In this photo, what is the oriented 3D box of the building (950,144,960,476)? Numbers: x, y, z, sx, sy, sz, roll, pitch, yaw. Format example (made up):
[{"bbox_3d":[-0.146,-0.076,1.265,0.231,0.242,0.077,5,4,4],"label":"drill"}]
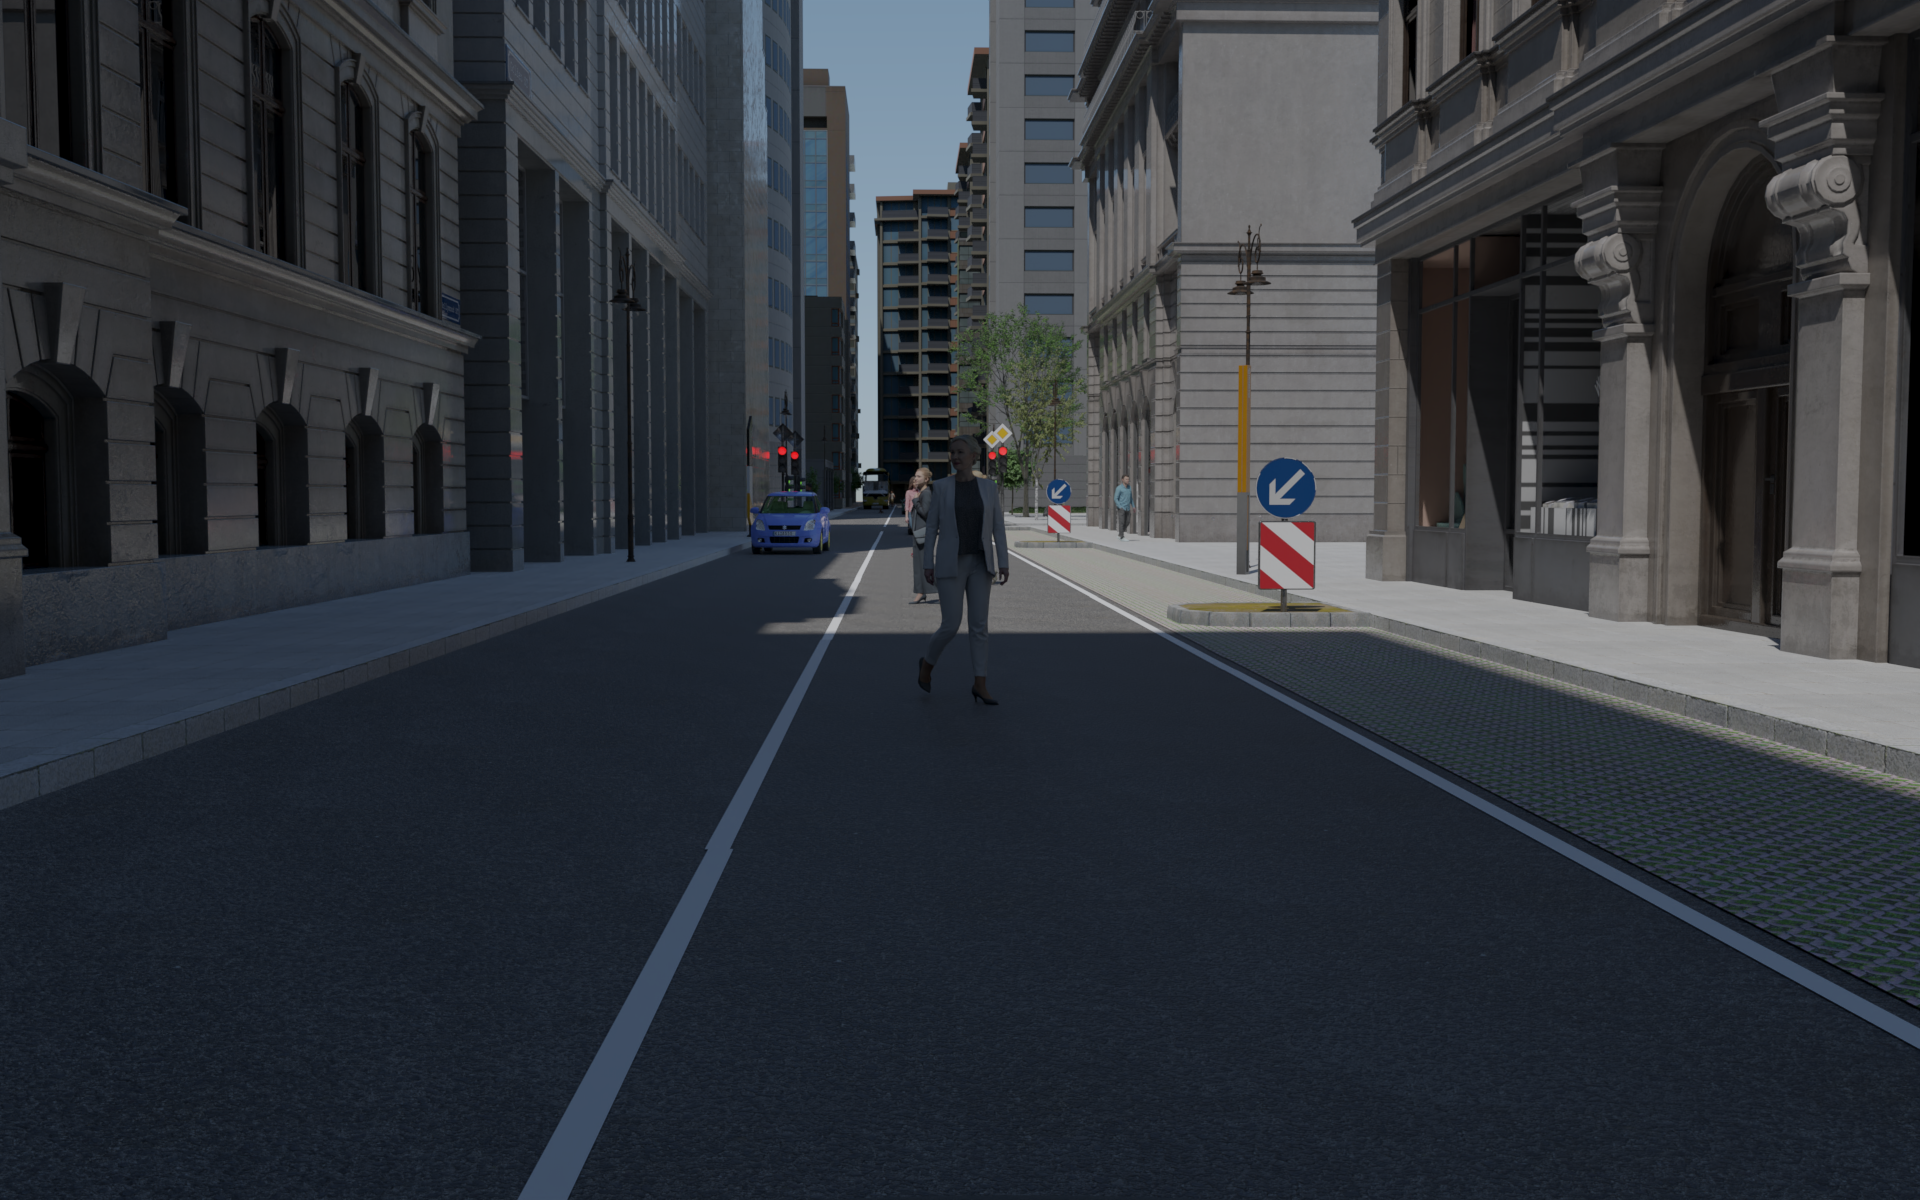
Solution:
[{"bbox_3d":[10.528,-34.157,213.098,22.147,44.769,28.867,0,4,-2],"label":"building"}]

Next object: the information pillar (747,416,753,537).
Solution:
[{"bbox_3d":[-6.270,-3.688,51.657,0.183,3.616,0.504,0,4,3],"label":"information pillar"}]

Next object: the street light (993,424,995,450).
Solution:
[{"bbox_3d":[2.201,-8.576,113.009,0.468,5.910,1.993,0,4,-2],"label":"street light"}]

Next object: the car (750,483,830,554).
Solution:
[{"bbox_3d":[-4.131,-2.012,42.490,1.945,1.707,3.694,0,3,0],"label":"car"}]

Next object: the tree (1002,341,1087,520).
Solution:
[{"bbox_3d":[3.959,-8.194,84.331,4.737,8.622,4.395,0,3,0],"label":"tree"}]

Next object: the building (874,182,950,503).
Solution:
[{"bbox_3d":[0.774,-36.161,245.848,28.867,44.769,22.147,0,4,-2],"label":"building"}]

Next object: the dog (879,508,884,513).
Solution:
[{"bbox_3d":[-5.968,-6.707,129.852,0.550,0.427,0.748,1,4,14],"label":"dog"}]

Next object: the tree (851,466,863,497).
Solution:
[{"bbox_3d":[-12.522,-13.183,199.251,4.285,4.588,4.351,0,3,0],"label":"tree"}]

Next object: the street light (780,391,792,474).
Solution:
[{"bbox_3d":[-7.689,-6.355,76.694,0.468,5.910,1.993,0,4,-2],"label":"street light"}]

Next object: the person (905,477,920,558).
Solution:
[{"bbox_3d":[-1.016,-1.867,39.032,0.555,1.821,0.388,-3,5,-44],"label":"person"}]

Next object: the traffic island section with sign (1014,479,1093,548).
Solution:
[{"bbox_3d":[2.476,-2.314,46.466,1.989,1.847,2.006,0,4,-2],"label":"traffic island section with sign"}]

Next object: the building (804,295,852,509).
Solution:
[{"bbox_3d":[-24.636,-19.613,165.708,27.650,21.520,28.899,0,4,-2],"label":"building"}]

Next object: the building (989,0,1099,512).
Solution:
[{"bbox_3d":[12.721,-36.206,133.973,21.231,58.520,28.212,0,4,-2],"label":"building"}]

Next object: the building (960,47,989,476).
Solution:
[{"bbox_3d":[11.866,-31.519,169.957,22.147,44.769,28.867,0,4,-2],"label":"building"}]

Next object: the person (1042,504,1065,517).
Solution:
[{"bbox_3d":[5.334,-5.616,98.082,1.509,1.804,0.699,-2,4,-30],"label":"person"}]

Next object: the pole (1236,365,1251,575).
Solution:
[{"bbox_3d":[4.510,-2.060,27.519,0.158,3.312,0.155,0,3,0],"label":"pole"}]

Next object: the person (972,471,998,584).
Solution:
[{"bbox_3d":[0.305,-1.126,27.129,0.641,1.798,0.478,0,4,-3],"label":"person"}]

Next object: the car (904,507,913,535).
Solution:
[{"bbox_3d":[-0.958,-3.050,62.234,2.083,1.381,4.827,0,4,-2],"label":"car"}]

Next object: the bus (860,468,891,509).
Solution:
[{"bbox_3d":[-8.023,-10.700,166.497,2.896,3.916,12.252,0,4,-2],"label":"bus"}]

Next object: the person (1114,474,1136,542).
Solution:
[{"bbox_3d":[4.431,-2.507,47.044,0.660,1.820,0.620,-3,5,-44],"label":"person"}]

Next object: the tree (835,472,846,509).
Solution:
[{"bbox_3d":[-10.433,-9.306,146.755,1.663,3.219,1.824,0,3,0],"label":"tree"}]

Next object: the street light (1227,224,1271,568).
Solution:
[{"bbox_3d":[4.967,-3.494,29.910,0.468,5.910,1.993,0,4,-2],"label":"street light"}]

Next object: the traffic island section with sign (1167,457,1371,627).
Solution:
[{"bbox_3d":[3.386,-0.663,19.461,1.989,1.847,2.006,0,4,-2],"label":"traffic island section with sign"}]

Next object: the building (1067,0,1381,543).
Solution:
[{"bbox_3d":[11.261,-13.153,56.846,13.314,21.916,24.055,0,4,-2],"label":"building"}]

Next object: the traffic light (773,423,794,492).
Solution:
[{"bbox_3d":[-6.987,-4.866,68.484,0.839,4.253,0.868,0,4,-2],"label":"traffic light"}]

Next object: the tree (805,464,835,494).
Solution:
[{"bbox_3d":[-9.356,-7.068,110.158,1.663,3.219,1.824,0,3,0],"label":"tree"}]

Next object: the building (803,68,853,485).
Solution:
[{"bbox_3d":[-18.961,-32.819,186.694,14.600,45.320,14.200,0,4,-2],"label":"building"}]

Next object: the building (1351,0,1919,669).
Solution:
[{"bbox_3d":[10.633,-10.616,24.484,10.553,20.767,40.483,0,4,-2],"label":"building"}]

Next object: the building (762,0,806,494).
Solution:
[{"bbox_3d":[-19.569,-33.585,91.120,21.231,58.520,28.212,0,4,-2],"label":"building"}]

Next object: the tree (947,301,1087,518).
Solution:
[{"bbox_3d":[3.468,-10.346,94.920,9.928,11.665,9.643,0,3,0],"label":"tree"}]

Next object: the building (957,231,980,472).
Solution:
[{"bbox_3d":[6.658,-25.703,191.945,14.160,30.474,14.107,0,4,-2],"label":"building"}]

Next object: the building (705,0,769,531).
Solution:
[{"bbox_3d":[-15.896,-12.779,63.685,16.860,20.320,10.420,0,4,-2],"label":"building"}]

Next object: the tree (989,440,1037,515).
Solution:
[{"bbox_3d":[3.136,-7.429,105.182,4.285,4.588,4.351,0,3,0],"label":"tree"}]

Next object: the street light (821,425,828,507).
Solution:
[{"bbox_3d":[-9.001,-8.715,115.278,0.468,5.910,1.993,0,4,-2],"label":"street light"}]

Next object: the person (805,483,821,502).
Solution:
[{"bbox_3d":[-5.344,-3.238,61.425,0.713,1.824,0.794,2,4,29],"label":"person"}]

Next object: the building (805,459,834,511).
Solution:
[{"bbox_3d":[-19.968,-42.248,129.007,20.563,71.187,20.611,0,4,-2],"label":"building"}]

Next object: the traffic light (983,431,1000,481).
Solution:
[{"bbox_3d":[1.399,-5.373,76.772,0.839,4.253,0.868,0,4,-2],"label":"traffic light"}]

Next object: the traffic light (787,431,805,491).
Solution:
[{"bbox_3d":[-7.257,-5.354,76.464,0.839,4.253,0.868,0,4,-2],"label":"traffic light"}]

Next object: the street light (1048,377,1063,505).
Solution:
[{"bbox_3d":[3.756,-5.854,68.497,0.468,5.910,1.993,0,4,-2],"label":"street light"}]

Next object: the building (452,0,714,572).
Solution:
[{"bbox_3d":[-13.246,-16.187,42.158,11.434,29.767,29.804,0,4,-2],"label":"building"}]

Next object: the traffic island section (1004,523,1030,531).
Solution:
[{"bbox_3d":[1.709,-2.852,68.907,2.009,0.180,2.903,0,4,-2],"label":"traffic island section"}]

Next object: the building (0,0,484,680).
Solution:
[{"bbox_3d":[-12.375,-11.662,9.759,14.460,24.649,34.723,0,4,-2],"label":"building"}]

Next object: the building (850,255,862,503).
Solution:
[{"bbox_3d":[-26.531,-34.162,250.431,23.993,40.220,32.217,0,4,-2],"label":"building"}]

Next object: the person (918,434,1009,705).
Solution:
[{"bbox_3d":[0.000,-0.222,12.015,0.514,1.842,0.818,-2,4,-33],"label":"person"}]

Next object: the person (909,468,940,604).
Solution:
[{"bbox_3d":[-0.431,-0.835,22.575,0.534,1.772,0.576,-2,4,-28],"label":"person"}]

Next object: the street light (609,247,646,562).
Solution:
[{"bbox_3d":[-6.231,-3.659,32.620,0.468,5.910,1.993,0,4,-2],"label":"street light"}]

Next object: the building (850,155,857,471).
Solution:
[{"bbox_3d":[-28.232,-36.360,214.098,30.456,49.044,23.786,0,4,-2],"label":"building"}]

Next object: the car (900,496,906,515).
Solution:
[{"bbox_3d":[-3.161,-6.741,122.019,2.131,1.459,4.920,0,3,0],"label":"car"}]

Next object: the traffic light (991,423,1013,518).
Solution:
[{"bbox_3d":[1.669,-4.885,68.791,0.839,4.253,0.868,0,4,-2],"label":"traffic light"}]

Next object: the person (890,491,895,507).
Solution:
[{"bbox_3d":[-7.626,-11.328,193.720,0.705,1.824,1.348,-3,4,-36],"label":"person"}]
